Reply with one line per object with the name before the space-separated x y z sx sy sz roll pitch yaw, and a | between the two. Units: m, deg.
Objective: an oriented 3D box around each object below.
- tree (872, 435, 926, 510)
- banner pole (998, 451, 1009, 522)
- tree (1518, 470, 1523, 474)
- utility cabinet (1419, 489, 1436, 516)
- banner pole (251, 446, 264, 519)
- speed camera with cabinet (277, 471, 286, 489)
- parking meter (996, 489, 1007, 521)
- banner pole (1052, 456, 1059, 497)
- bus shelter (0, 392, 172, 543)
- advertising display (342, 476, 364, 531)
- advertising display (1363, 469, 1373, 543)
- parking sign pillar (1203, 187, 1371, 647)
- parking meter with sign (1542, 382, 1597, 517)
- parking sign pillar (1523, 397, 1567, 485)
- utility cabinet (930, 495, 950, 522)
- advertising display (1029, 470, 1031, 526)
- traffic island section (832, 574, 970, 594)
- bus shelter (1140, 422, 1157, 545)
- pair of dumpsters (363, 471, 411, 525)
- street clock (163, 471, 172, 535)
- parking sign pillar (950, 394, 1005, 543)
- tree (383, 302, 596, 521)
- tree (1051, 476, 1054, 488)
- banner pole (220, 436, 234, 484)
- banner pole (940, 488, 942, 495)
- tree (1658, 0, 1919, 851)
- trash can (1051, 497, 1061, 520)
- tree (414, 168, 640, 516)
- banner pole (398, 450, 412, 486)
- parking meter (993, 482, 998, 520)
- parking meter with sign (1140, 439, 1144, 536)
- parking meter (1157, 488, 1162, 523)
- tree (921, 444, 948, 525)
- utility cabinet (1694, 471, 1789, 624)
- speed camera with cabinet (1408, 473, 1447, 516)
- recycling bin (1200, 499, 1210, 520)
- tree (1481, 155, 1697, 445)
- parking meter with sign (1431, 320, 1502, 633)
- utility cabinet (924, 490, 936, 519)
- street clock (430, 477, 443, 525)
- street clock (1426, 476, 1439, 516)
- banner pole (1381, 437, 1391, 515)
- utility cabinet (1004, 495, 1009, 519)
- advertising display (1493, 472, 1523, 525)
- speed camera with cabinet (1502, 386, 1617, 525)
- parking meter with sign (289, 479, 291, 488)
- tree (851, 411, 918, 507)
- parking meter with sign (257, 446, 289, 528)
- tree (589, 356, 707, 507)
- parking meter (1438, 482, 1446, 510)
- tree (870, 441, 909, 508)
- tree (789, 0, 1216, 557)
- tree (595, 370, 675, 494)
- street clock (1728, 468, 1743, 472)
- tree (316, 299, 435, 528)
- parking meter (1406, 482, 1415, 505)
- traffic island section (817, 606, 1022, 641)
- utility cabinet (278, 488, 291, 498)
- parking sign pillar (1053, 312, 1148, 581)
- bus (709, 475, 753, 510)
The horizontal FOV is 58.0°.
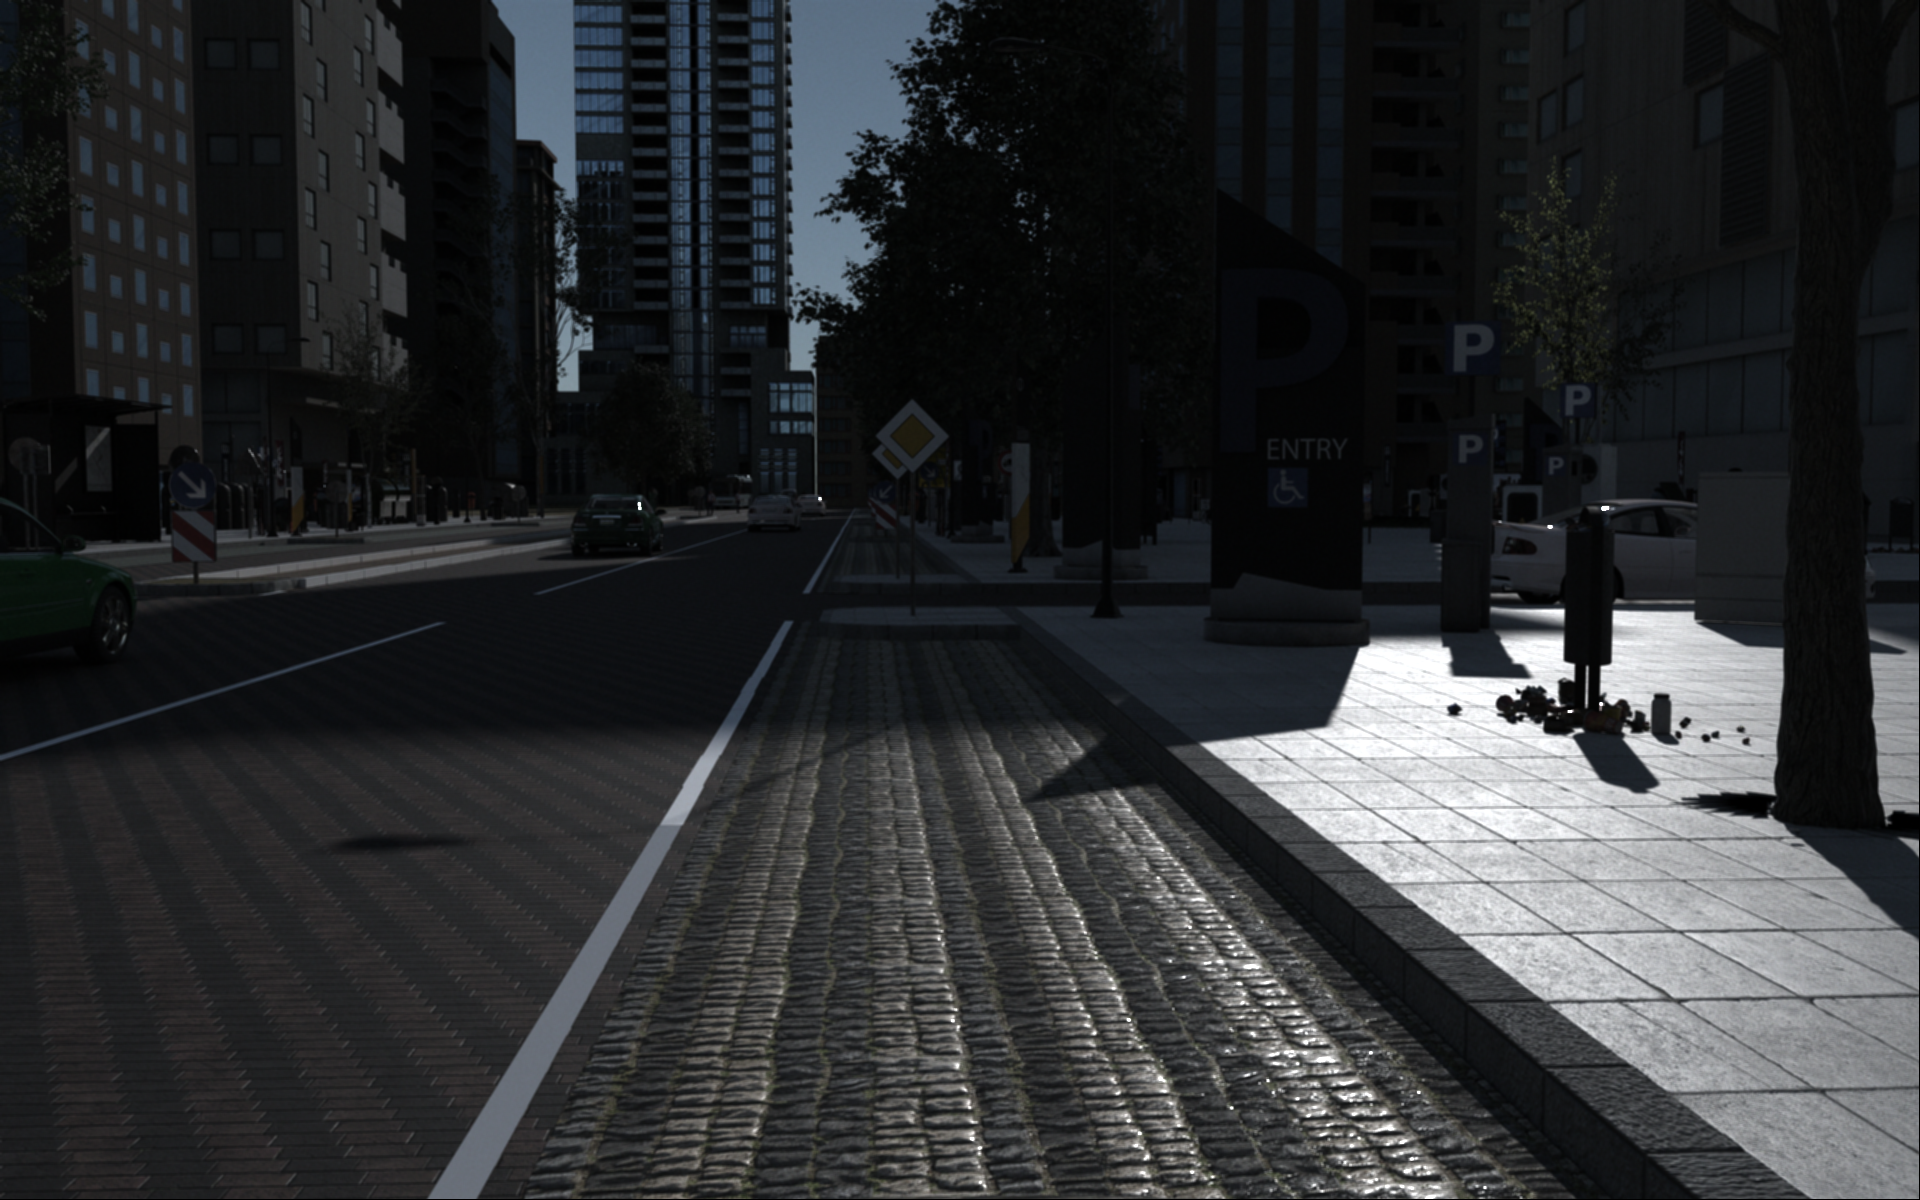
tree | -4.656 -11.529 138.857 4.360 8.622 3.978 0 3 0
banner pole | 2.041 -5.505 80.028 0.401 3.779 0.863 3 5 43
tree | 25.686 -5.044 77.075 1.663 3.219 1.824 0 3 0
utility cabinet | 18.926 -3.760 70.152 0.318 1.500 1.173 0 4 -2
banner pole | -36.693 -6.143 90.454 0.863 3.779 0.401 -1 4 -12
speed camera with cabinet | -26.924 -4.566 68.990 0.660 3.252 2.038 0 4 6
parking meter | 1.865 -4.488 81.785 0.372 1.533 0.369 0 3 0
banner pole | 4.940 -6.135 90.329 0.401 3.779 0.863 2 4 33
bus shelter | -21.682 -3.172 43.152 1.731 3.624 6.357 0 4 -3
advertising display | -21.184 -3.381 60.486 0.974 1.923 0.123 2 4 31
advertising display | 10.222 -2.433 45.001 0.974 1.923 0.123 0 4 8
parking sign pillar | 2.867 -1.630 15.116 1.447 3.967 1.447 1 4 12
parking meter with sign | 9.209 -1.853 26.563 0.543 3.016 1.738 3 4 36
parking sign pillar | 16.337 -3.658 48.283 1.447 3.967 1.447 -2 4 -24
utility cabinet | -0.910 -4.254 80.716 1.020 1.237 0.306 1 4 11
advertising display | 1.886 -2.536 46.678 0.974 1.923 0.123 -3 4 -36
traffic island section | -0.920 -0.242 26.245 2.009 0.180 2.903 0 4 -3
bus shelter | 4.044 -3.175 45.831 2.014 3.302 5.546 0 4 -3
pair of dumpsters | -24.335 -4.287 72.590 1.574 2.255 4.437 0 4 -3
street clock | -24.970 -3.062 54.640 0.358 2.002 0.471 -1 4 -14
parking sign pillar | 0.463 -3.504 45.756 1.447 3.967 1.447 1 4 21
tree | -23.238 -9.146 83.941 8.767 10.594 7.601 -2 4 -28
tree | 4.516 -6.270 97.108 1.663 3.219 1.824 0 3 0
banner pole | -31.260 -5.140 74.062 0.401 3.779 0.863 1 4 22
banner pole | -0.779 -5.737 83.822 0.401 3.779 0.863 -3 4 -38
tree | 3.415 -4.948 6.650 9.928 11.665 9.643 0 3 0
trash can | 4.590 -4.459 84.552 0.748 1.137 0.748 0 3 0
tree | -25.320 -15.020 101.460 12.611 20.169 13.585 0 3 0
banner pole | -28.775 -6.095 89.674 0.863 3.779 0.401 0 4 2
parking meter | 1.702 -4.913 86.030 0.255 1.863 0.399 1 4 20
parking meter with sign | 5.513 -3.507 53.604 0.543 3.016 1.738 1 4 9
parking meter | 8.686 -4.130 75.942 0.372 1.533 0.369 0 3 0
tree | -0.793 -7.361 70.714 4.737 8.622 4.395 0 3 0
utility cabinet | 7.892 -0.510 17.018 1.173 1.500 0.318 3 5 40
speed camera with cabinet | 20.932 -5.034 76.637 2.038 3.252 0.660 2 4 26
recycling bin | 11.960 -4.472 85.678 0.722 1.027 0.722 1 4 11
tree | 13.796 -5.379 38.312 4.360 8.622 3.978 0 3 0
parking meter with sign | 4.915 -1.253 16.750 0.543 3.016 1.738 1 4 18
utility cabinet | -1.666 -4.743 86.221 1.173 1.500 0.318 -3 5 -42
street clock | -21.893 -4.151 72.432 0.471 2.002 0.358 0 4 0
street clock | 18.637 -3.901 68.349 0.471 2.002 0.358 3 5 41
banner pole | 18.617 -5.251 75.871 0.401 3.779 0.863 -1 4 -20
utility cabinet | 2.755 -4.676 87.609 1.020 1.237 0.306 -1 4 -11
advertising display | 16.088 -2.808 51.120 0.974 1.923 0.123 2 4 28
speed camera with cabinet | 11.101 -2.312 32.139 0.660 3.252 2.038 -3 4 -38
parking meter with sign | -32.991 -5.436 85.144 1.738 3.016 0.543 1 4 16
tree | -6.376 -16.626 178.490 9.857 13.997 8.962 0 3 0
parking meter with sign | -25.434 -4.144 64.012 0.543 3.016 1.738 -1 4 -8
tree | -26.314 -13.887 144.053 9.611 12.733 9.660 0 3 0
parking meter | 24.243 -4.977 87.087 0.255 1.863 0.399 -1 4 -18
tree | -5.116 -14.058 164.268 7.601 10.594 8.767 1 4 18
tree | 1.567 -7.232 35.245 9.611 12.733 9.660 0 3 0
tree | -25.378 -12.045 131.343 8.767 10.594 7.601 0 4 6
street clock | 21.479 -2.658 48.025 0.471 2.002 0.358 2 4 30
tree | -22.132 -7.009 64.955 4.360 8.622 3.978 0 3 0
parking meter | 25.944 -5.770 100.053 0.399 1.863 0.255 2 4 33
traffic island section | -0.477 0.245 18.273 2.009 0.180 2.903 0 4 -3
utility cabinet | -35.716 -5.060 91.416 1.173 1.500 0.318 -2 4 -32
parking sign pillar | 2.146 -2.313 26.287 1.447 3.967 1.447 -3 5 -39
bus | -21.485 -10.303 163.308 2.948 3.499 13.247 0 4 -1
